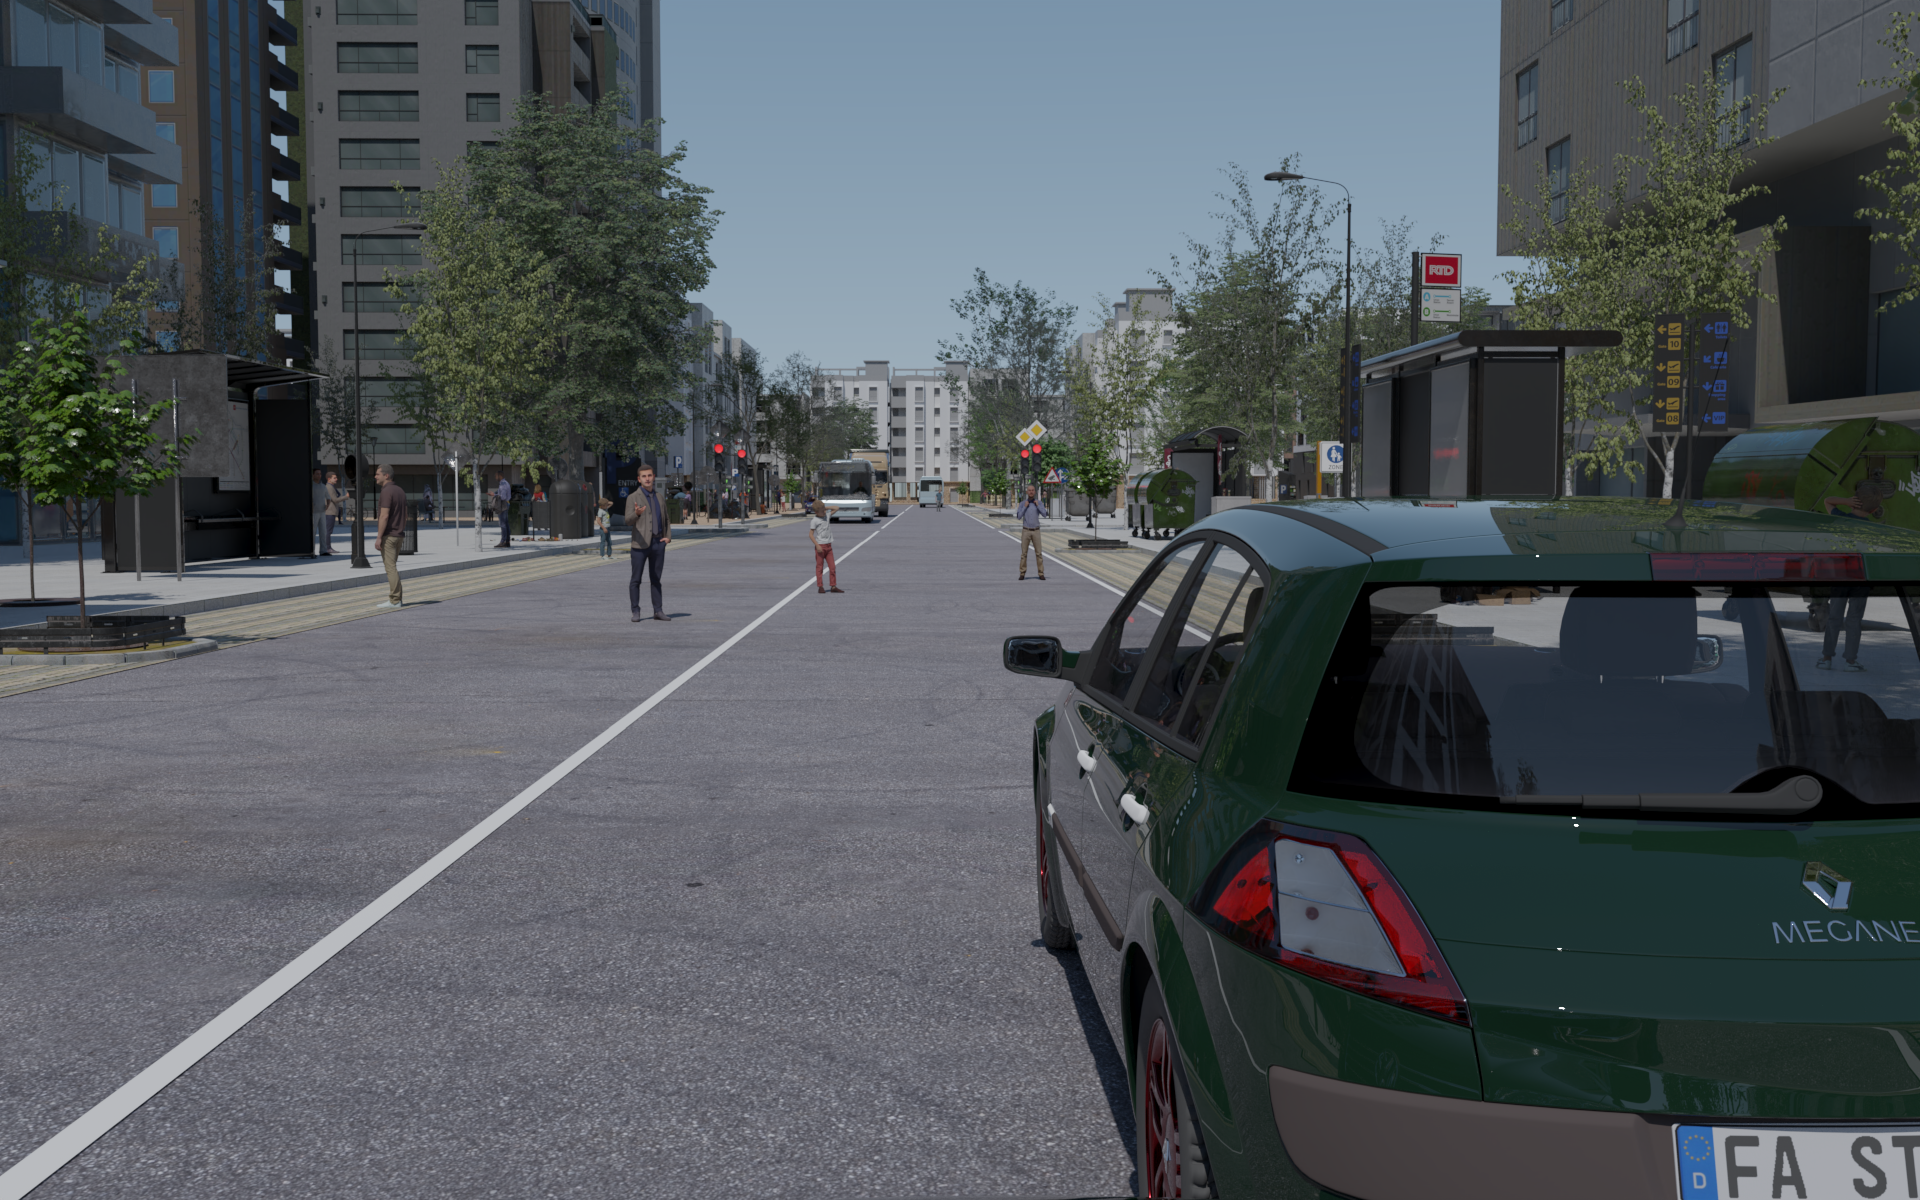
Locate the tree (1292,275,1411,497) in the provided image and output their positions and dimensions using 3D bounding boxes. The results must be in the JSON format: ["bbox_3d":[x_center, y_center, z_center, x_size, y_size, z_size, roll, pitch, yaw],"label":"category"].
[{"bbox_3d":[13.005,-6.612,58.462,4.737,8.622,4.395,0,3,0],"label":"tree"}]

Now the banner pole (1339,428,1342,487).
[{"bbox_3d":[14.552,-4.647,66.000,0.401,3.779,0.863,2,4,35],"label":"banner pole"}]

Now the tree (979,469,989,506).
[{"bbox_3d":[3.740,-12.765,192.414,4.285,4.588,4.351,0,3,0],"label":"tree"}]

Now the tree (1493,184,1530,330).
[{"bbox_3d":[13.589,-5.363,38.044,4.737,8.622,4.395,0,3,0],"label":"tree"}]

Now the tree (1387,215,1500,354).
[{"bbox_3d":[11.908,-5.826,45.610,4.360,8.622,3.978,0,3,0],"label":"tree"}]

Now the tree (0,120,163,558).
[{"bbox_3d":[-18.393,-5.130,34.244,4.737,8.622,4.395,0,3,0],"label":"tree"}]

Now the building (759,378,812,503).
[{"bbox_3d":[-37.689,-23.500,250.677,31.486,18.905,16.747,0,4,-1],"label":"building"}]

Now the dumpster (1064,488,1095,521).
[{"bbox_3d":[5.600,-4.642,81.653,1.264,1.857,1.865,0,4,-1],"label":"dumpster"}]

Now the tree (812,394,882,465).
[{"bbox_3d":[-14.910,-19.279,221.868,9.857,13.997,8.962,0,3,0],"label":"tree"}]

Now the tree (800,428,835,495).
[{"bbox_3d":[-14.348,-13.638,173.347,4.737,8.622,4.395,0,3,0],"label":"tree"}]

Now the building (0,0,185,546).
[{"bbox_3d":[-37.039,-25.793,41.329,30.456,49.044,23.786,0,4,-1],"label":"building"}]

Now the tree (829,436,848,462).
[{"bbox_3d":[-13.257,-13.205,166.271,4.360,8.622,3.978,0,3,0],"label":"tree"}]

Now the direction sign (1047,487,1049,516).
[{"bbox_3d":[5.068,-6.609,100.054,0.379,3.537,0.876,1,4,17],"label":"direction sign"}]

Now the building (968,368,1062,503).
[{"bbox_3d":[17.006,-23.597,252.266,31.486,18.905,16.747,0,4,-1],"label":"building"}]

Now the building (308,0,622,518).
[{"bbox_3d":[-27.678,-20.041,99.374,14.160,30.474,14.107,0,4,-1],"label":"building"}]

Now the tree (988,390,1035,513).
[{"bbox_3d":[3.924,-10.368,119.878,4.737,8.622,4.395,0,3,0],"label":"tree"}]

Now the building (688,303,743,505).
[{"bbox_3d":[-32.439,-18.918,175.761,16.747,18.905,31.486,0,4,-1],"label":"building"}]

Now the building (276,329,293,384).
[{"bbox_3d":[-74.676,-21.281,204.364,11.380,20.091,16.016,0,4,-1],"label":"building"}]

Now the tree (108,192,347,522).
[{"bbox_3d":[-18.062,-5.604,41.996,4.360,8.622,3.978,0,3,0],"label":"tree"}]

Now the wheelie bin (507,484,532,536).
[{"bbox_3d":[-13.701,-2.802,53.713,0.693,1.594,0.980,1,4,21],"label":"wheelie bin"}]

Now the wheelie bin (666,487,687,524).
[{"bbox_3d":[-12.178,-4.053,74.178,0.980,1.594,0.693,1,4,10],"label":"wheelie bin"}]

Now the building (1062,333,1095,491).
[{"bbox_3d":[21.627,-20.314,198.593,16.747,18.905,31.486,0,4,-1],"label":"building"}]

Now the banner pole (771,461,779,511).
[{"bbox_3d":[-14.031,-8.619,130.934,0.863,3.779,0.401,2,4,29],"label":"banner pole"}]

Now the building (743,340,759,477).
[{"bbox_3d":[-40.626,-20.659,204.239,31.486,18.905,16.747,0,4,-1],"label":"building"}]

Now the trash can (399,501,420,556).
[{"bbox_3d":[-11.674,-1.505,36.263,0.748,1.137,0.748,0,3,0],"label":"trash can"}]

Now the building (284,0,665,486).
[{"bbox_3d":[-34.640,-35.810,127.498,21.231,58.520,28.212,0,4,-1],"label":"building"}]

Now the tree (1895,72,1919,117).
[{"bbox_3d":[6.206,-5.355,5.679,7.486,12.596,7.792,0,3,0],"label":"tree"}]

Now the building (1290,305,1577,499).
[{"bbox_3d":[57.905,-21.842,201.087,32.646,21.610,27.936,0,4,-1],"label":"building"}]

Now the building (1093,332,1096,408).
[{"bbox_3d":[21.755,-19.560,176.224,16.016,20.091,11.380,0,4,-1],"label":"building"}]

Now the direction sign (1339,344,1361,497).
[{"bbox_3d":[5.977,-2.116,26.598,0.379,3.537,0.876,0,4,-6],"label":"direction sign"}]

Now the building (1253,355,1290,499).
[{"bbox_3d":[48.966,-25.349,258.431,32.646,21.610,27.936,0,4,-1],"label":"building"}]

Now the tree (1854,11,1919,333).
[{"bbox_3d":[13.767,-4.431,22.808,4.737,8.622,4.395,0,3,0],"label":"tree"}]

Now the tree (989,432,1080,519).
[{"bbox_3d":[4.706,-6.464,89.405,4.285,4.588,4.351,0,3,0],"label":"tree"}]

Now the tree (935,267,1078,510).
[{"bbox_3d":[3.697,-17.624,144.041,12.611,20.169,13.585,0,3,0],"label":"tree"}]

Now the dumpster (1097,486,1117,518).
[{"bbox_3d":[7.707,-5.295,92.324,1.264,1.857,1.865,0,4,-1],"label":"dumpster"}]

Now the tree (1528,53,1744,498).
[{"bbox_3d":[12.177,-4.859,29.811,4.737,8.622,4.395,0,3,0],"label":"tree"}]

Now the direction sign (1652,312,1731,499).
[{"bbox_3d":[9.169,-1.821,21.777,0.876,3.537,0.379,1,4,17],"label":"direction sign"}]

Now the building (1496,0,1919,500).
[{"bbox_3d":[30.272,-27.568,39.984,28.713,52.752,27.495,0,4,-1],"label":"building"}]

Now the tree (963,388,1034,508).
[{"bbox_3d":[4.054,-14.461,162.192,9.928,11.665,9.643,0,3,0],"label":"tree"}]

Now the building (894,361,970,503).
[{"bbox_3d":[-4.420,-24.174,251.657,11.380,20.091,16.016,0,4,-1],"label":"building"}]

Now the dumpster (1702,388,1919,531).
[{"bbox_3d":[8.357,-0.874,16.787,1.502,2.255,1.985,0,4,-1],"label":"dumpster"}]

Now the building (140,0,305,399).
[{"bbox_3d":[-44.179,-26.935,90.503,14.200,45.320,14.600,0,4,-1],"label":"building"}]

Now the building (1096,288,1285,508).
[{"bbox_3d":[21.781,-18.865,164.864,16.016,20.091,11.380,0,4,-1],"label":"building"}]

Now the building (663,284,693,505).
[{"bbox_3d":[-31.827,-18.186,153.759,16.016,20.091,11.380,0,4,-1],"label":"building"}]

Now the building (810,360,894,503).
[{"bbox_3d":[-15.792,-24.142,251.145,11.380,20.091,16.016,0,4,-1],"label":"building"}]

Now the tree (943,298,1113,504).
[{"bbox_3d":[4.681,-12.172,109.388,12.009,13.543,11.850,0,3,0],"label":"tree"}]
